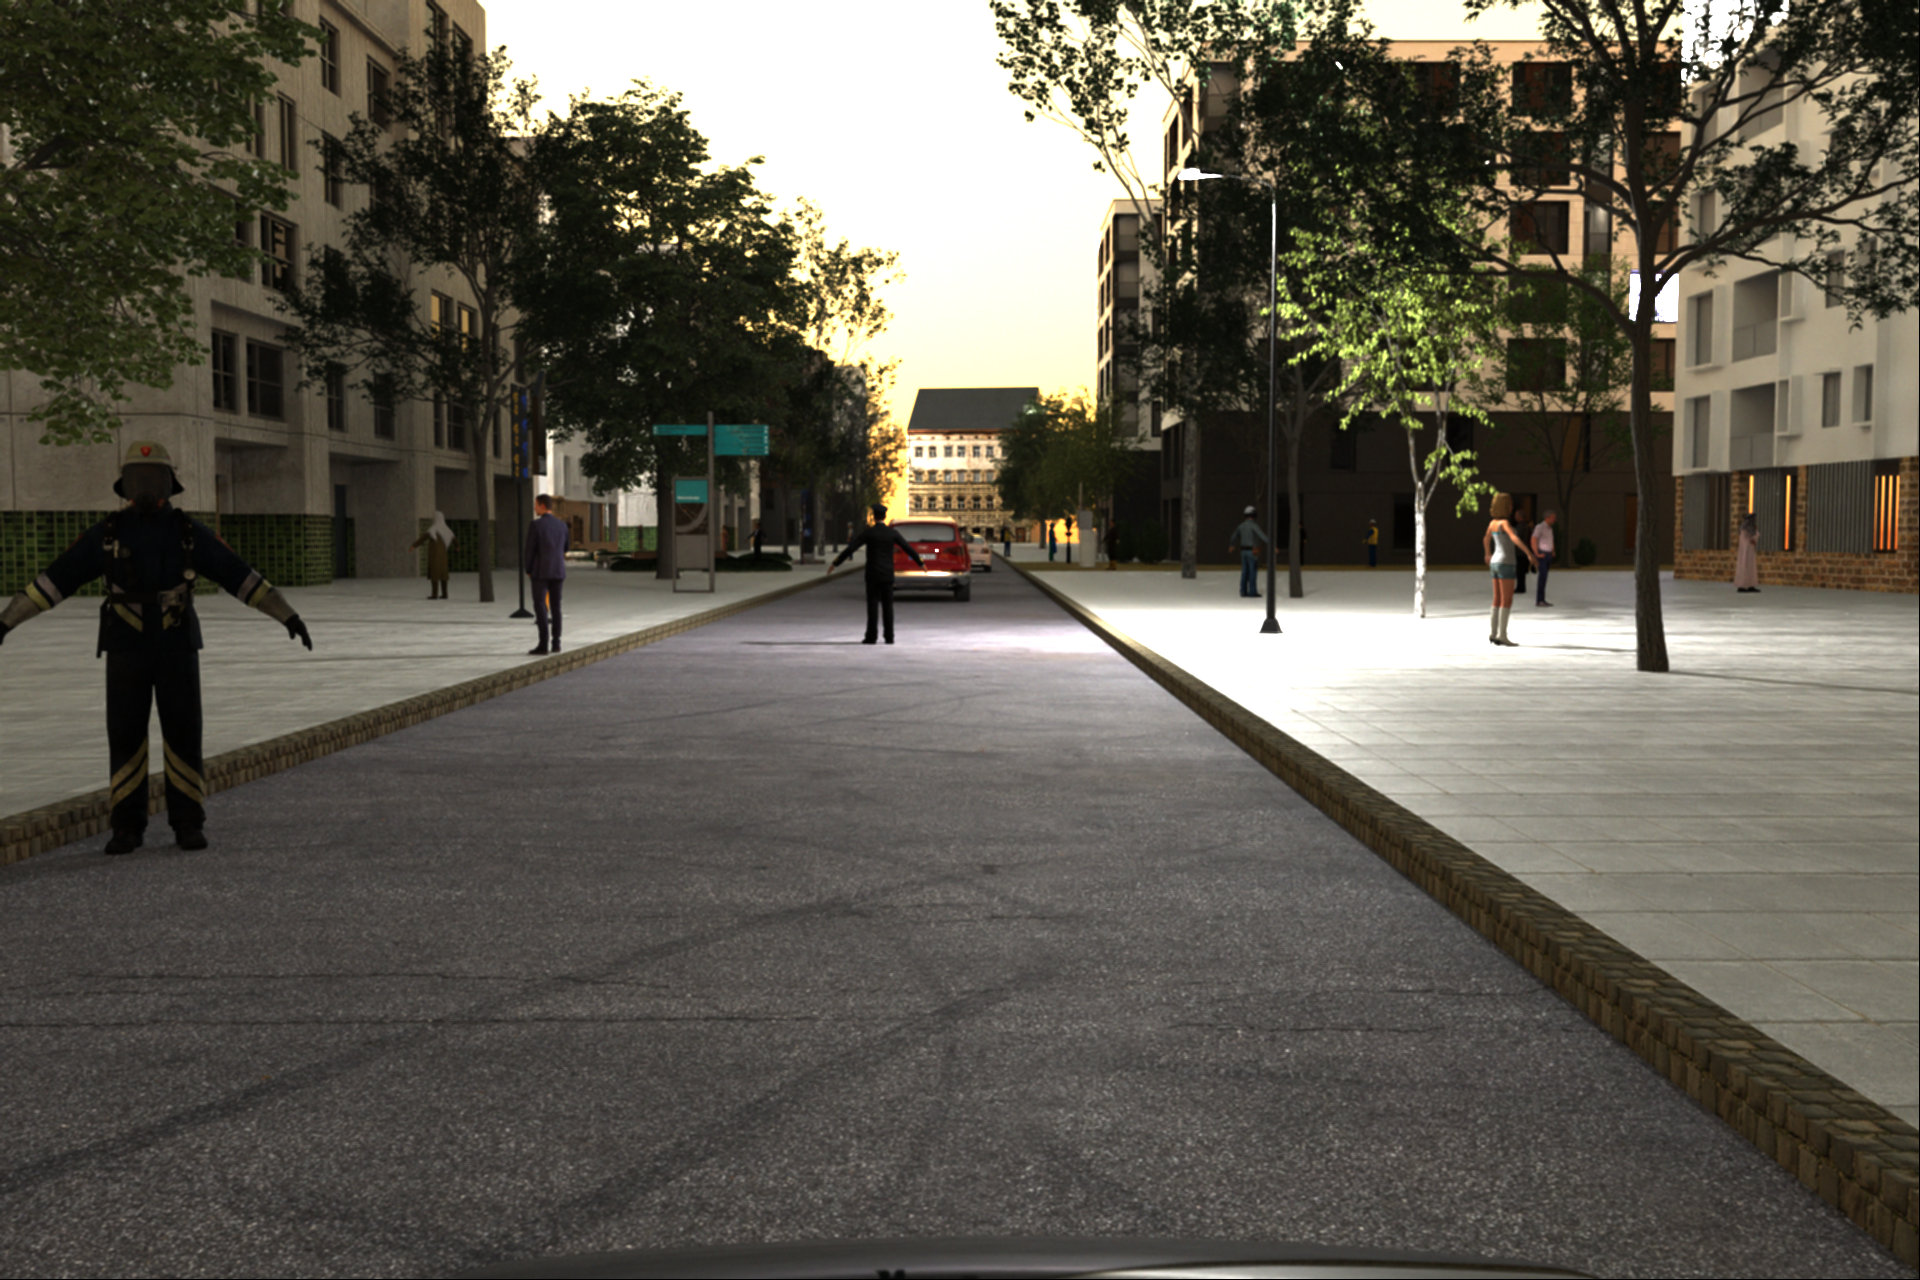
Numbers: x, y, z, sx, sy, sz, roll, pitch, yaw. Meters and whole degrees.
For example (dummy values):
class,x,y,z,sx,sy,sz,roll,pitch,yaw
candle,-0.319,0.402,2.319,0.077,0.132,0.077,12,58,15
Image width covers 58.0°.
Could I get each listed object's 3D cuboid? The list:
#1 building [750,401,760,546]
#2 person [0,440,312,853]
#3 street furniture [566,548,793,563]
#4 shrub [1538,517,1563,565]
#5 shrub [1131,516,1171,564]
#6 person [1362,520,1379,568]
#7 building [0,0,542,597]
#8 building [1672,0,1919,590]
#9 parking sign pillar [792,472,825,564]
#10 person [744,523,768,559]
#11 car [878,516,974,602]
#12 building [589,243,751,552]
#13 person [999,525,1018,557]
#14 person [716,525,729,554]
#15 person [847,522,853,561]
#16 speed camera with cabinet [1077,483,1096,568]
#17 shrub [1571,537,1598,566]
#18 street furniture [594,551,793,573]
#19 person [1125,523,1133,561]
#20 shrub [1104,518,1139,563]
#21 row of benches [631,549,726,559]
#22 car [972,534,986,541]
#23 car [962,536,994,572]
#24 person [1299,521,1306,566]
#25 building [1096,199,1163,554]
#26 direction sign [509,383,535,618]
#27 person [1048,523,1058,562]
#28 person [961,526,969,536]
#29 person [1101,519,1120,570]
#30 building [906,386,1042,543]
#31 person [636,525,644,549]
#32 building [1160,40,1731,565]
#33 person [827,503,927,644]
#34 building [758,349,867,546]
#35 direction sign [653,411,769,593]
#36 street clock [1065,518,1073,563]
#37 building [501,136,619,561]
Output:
class,x,y,z,sx,sy,sz,roll,pitch,yaw
building,-27.094,-19.598,176.854,16.016,20.090,11.380,0,4,1
person,-3.660,0.024,7.847,1.354,1.856,0.705,-1,4,-21
street furniture,-12.834,-3.833,78.297,10.072,0.657,5.734,1,4,10
shrub,24.184,-4.118,71.377,1.661,2.075,1.752,0,3,0
shrub,8.071,-4.207,73.211,1.690,2.028,1.600,0,3,0
person,15.761,-3.691,66.311,0.705,1.833,1.349,3,4,36
building,-24.301,-11.255,50.469,16.747,18.905,31.486,0,4,0
building,25.369,-11.654,46.964,16.016,20.090,11.380,0,4,0
parking sign pillar,-6.496,-5.240,74.143,1.447,3.967,1.447,0,4,1
person,-8.456,-3.990,71.963,1.216,1.740,0.721,2,4,34
car,-0.819,-1.807,38.211,2.281,1.827,5.304,0,4,-1
building,-25.188,-15.598,121.489,16.747,18.905,31.486,0,4,1
person,2.673,-5.487,96.172,1.216,1.772,0.721,-2,4,-32
person,-11.575,-4.755,84.544,0.721,1.733,1.217,1,4,21
person,-5.330,-4.763,83.735,0.705,1.847,1.347,0,4,-1
speed camera with cabinet,4.840,-4.398,66.240,0.660,3.252,2.038,0,4,1
shrub,24.973,-3.555,69.245,1.383,1.207,1.383,0,3,0
street furniture,-9.857,-2.808,61.530,5.734,0.657,10.072,-1,4,-22
person,7.912,-4.602,81.426,1.347,1.806,0.705,3,4,36
shrub,7.131,-4.402,76.392,1.690,2.028,1.600,0,3,0
row of benches,-11.867,-3.492,72.561,4.104,0.672,1.422,-1,4,-22
car,0.931,-7.181,127.626,2.015,1.641,3.980,0,4,0
car,0.271,-3.304,66.375,2.083,1.381,4.827,0,4,0
person,13.762,-3.916,70.218,0.705,1.806,1.347,-1,4,-15
building,23.385,-17.013,122.145,27.936,21.610,32.646,0,4,0
direction sign,-6.734,-2.112,26.526,0.379,3.537,0.876,0,4,0
person,4.335,-4.585,81.092,0.704,1.817,1.347,-1,4,-10
person,0.244,-4.332,79.476,1.347,1.806,0.705,-3,5,-41
person,5.390,-3.392,61.600,0.704,1.812,1.346,-1,4,-21
building,2.766,-25.947,257.620,18.063,23.208,19.493,1,4,9
person,-17.867,-5.542,96.887,0.705,1.796,1.348,-1,4,-21
building,23.945,-14.948,88.368,27.936,21.610,32.646,0,3,0
person,-1.055,-0.869,22.594,1.347,1.837,0.705,-1,4,-18
building,-25.808,-22.257,207.873,27.936,21.610,32.646,0,4,0
direction sign,-5.416,-3.034,38.362,2.525,3.948,1.411,0,4,1
street clock,4.751,-4.354,75.754,0.358,2.002,0.471,0,4,-1
building,-24.017,-13.908,83.821,16.016,20.090,11.380,0,4,-1
